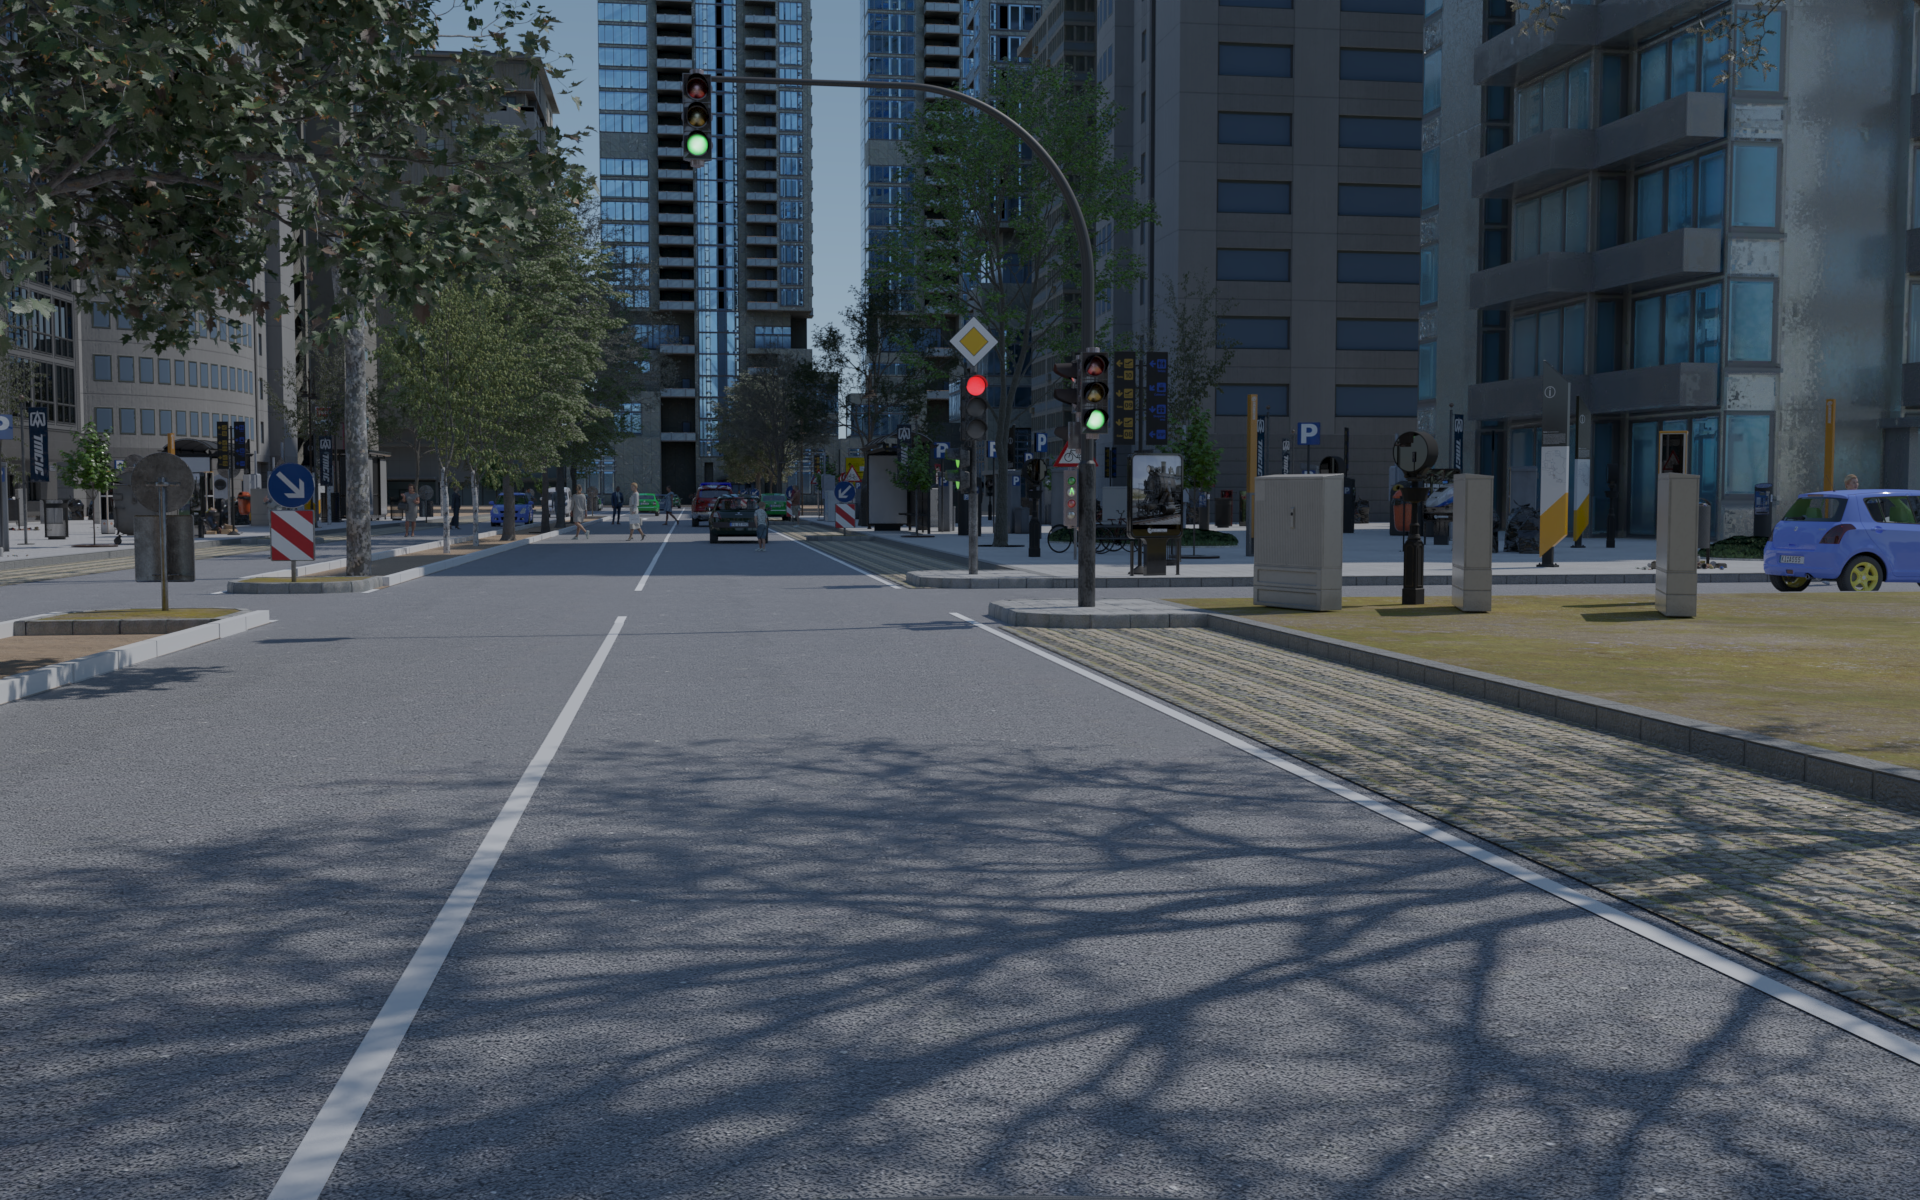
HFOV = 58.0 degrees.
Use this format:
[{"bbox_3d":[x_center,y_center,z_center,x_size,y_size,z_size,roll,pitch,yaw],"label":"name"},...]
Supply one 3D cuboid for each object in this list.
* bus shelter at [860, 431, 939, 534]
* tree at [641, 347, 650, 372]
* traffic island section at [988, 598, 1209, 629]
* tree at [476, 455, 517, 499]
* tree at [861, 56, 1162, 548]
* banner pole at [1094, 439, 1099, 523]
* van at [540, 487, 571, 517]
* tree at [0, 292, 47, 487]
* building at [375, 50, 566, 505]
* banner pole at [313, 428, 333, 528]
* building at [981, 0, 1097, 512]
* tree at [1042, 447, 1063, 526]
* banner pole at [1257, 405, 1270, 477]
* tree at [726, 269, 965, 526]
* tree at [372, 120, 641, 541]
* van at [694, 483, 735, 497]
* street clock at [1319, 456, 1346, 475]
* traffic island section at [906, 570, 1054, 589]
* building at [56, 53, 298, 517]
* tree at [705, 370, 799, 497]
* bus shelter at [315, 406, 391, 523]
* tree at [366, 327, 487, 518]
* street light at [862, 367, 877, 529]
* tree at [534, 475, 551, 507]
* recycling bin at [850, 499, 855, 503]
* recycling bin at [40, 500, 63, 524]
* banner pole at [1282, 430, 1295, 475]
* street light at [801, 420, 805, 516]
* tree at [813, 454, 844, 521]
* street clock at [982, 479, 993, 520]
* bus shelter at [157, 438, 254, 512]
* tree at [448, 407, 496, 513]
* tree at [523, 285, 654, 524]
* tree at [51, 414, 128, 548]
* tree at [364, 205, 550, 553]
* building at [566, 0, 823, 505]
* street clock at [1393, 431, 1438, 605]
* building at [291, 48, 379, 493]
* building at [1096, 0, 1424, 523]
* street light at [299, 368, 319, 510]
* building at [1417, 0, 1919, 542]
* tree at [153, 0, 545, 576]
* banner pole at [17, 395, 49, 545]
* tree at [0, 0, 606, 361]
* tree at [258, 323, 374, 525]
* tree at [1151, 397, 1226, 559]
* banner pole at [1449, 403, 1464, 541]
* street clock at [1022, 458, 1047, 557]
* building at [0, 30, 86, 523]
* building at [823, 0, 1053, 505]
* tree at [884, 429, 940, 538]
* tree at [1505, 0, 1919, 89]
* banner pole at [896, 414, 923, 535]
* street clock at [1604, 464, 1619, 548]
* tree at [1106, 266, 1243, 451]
[{"bbox_3d":[-2.079,-3.913,57.896,2.014,3.302,5.546,-1,4,-9],"label":"bus shelter"},{"bbox_3d":[-17.039,-9.335,73.218,7.486,12.596,7.792,0,3,0],"label":"tree"},{"bbox_3d":[1.453,0.154,19.756,2.009,0.180,2.903,-1,4,-9],"label":"traffic island section"},{"bbox_3d":[-36.387,-9.330,136.260,4.285,4.588,4.351,0,3,0],"label":"tree"},{"bbox_3d":[1.088,-7.086,41.613,9.928,11.665,9.643,0,3,0],"label":"tree"},{"bbox_3d":[5.806,-5.321,77.015,0.863,3.779,0.401,-1,4,-21],"label":"banner pole"},{"bbox_3d":[-24.715,-6.079,106.410,2.013,2.044,4.112,0,4,-8],"label":"van"},{"bbox_3d":[-31.558,-6.458,55.953,4.360,8.622,3.978,0,3,0],"label":"tree"},{"bbox_3d":[-60.274,-37.750,206.444,27.495,52.752,28.713,-1,4,-9],"label":"building"},{"bbox_3d":[-24.159,-4.621,65.574,0.863,3.779,0.401,-1,4,-11],"label":"banner pole"},{"bbox_3d":[18.375,-26.511,125.328,32.217,40.220,23.993,-1,4,-9],"label":"building"},{"bbox_3d":[4.155,-4.642,70.493,1.663,3.219,1.824,0,3,0],"label":"tree"},{"bbox_3d":[8.509,-3.585,48.627,0.401,3.779,0.863,3,5,42],"label":"banner pole"},{"bbox_3d":[-3.725,-8.261,69.474,7.601,10.594,8.767,3,4,37],"label":"tree"},{"bbox_3d":[-13.958,-8.097,52.966,7.486,12.596,7.792,0,3,0],"label":"tree"},{"bbox_3d":[-13.328,-5.502,94.340,2.240,2.365,5.245,-1,4,-9],"label":"van"},{"bbox_3d":[7.118,-1.747,33.132,0.358,2.002,0.471,-3,5,-40],"label":"street clock"},{"bbox_3d":[0.234,-0.328,27.648,2.009,0.180,2.903,-1,4,-9],"label":"traffic island section"},{"bbox_3d":[-56.088,-34.629,108.191,21.231,58.520,28.212,-1,4,-9],"label":"building"},{"bbox_3d":[-20.426,-16.350,173.977,9.857,13.997,8.962,0,3,0],"label":"tree"},{"bbox_3d":[-28.775,-6.382,81.973,2.179,5.291,8.768,-1,4,-9],"label":"bus shelter"},{"bbox_3d":[-28.456,-9.588,91.176,7.601,10.594,8.767,0,4,-7],"label":"tree"},{"bbox_3d":[-3.316,-5.531,63.228,0.468,5.910,1.993,-1,4,-9],"label":"street light"},{"bbox_3d":[-42.076,-11.015,174.697,1.663,3.219,1.824,0,3,0],"label":"tree"},{"bbox_3d":[-5.983,-5.245,98.309,0.722,1.027,0.722,1,4,15],"label":"recycling bin"},{"bbox_3d":[-39.046,-3.785,74.434,0.722,1.027,0.722,-3,5,-44],"label":"recycling bin"},{"bbox_3d":[12.887,-4.765,67.929,0.401,3.779,0.863,-2,4,-30],"label":"banner pole"},{"bbox_3d":[-9.279,-7.888,101.751,0.468,5.910,1.993,-1,4,-9],"label":"street light"},{"bbox_3d":[-6.292,-5.452,83.743,1.663,3.219,1.824,0,3,0],"label":"tree"},{"bbox_3d":[1.468,-4.891,84.531,0.471,2.002,0.358,1,4,12],"label":"street clock"},{"bbox_3d":[-28.473,-4.386,65.627,2.014,3.302,5.546,-1,4,-9],"label":"bus shelter"},{"bbox_3d":[-33.475,-10.324,119.159,4.360,8.622,3.978,0,3,0],"label":"tree"},{"bbox_3d":[-18.502,-9.472,83.087,9.928,11.665,9.643,0,3,0],"label":"tree"},{"bbox_3d":[-20.902,-2.897,41.968,1.663,3.219,1.824,0,3,0],"label":"tree"},{"bbox_3d":[-12.267,-5.403,41.163,4.737,8.622,4.395,0,3,0],"label":"tree"},{"bbox_3d":[-30.878,-54.680,206.684,31.000,86.520,22.319,-1,4,-9],"label":"building"},{"bbox_3d":[5.274,-0.950,20.101,0.358,2.002,0.471,-3,5,-43],"label":"street clock"},{"bbox_3d":[-62.124,-31.927,145.705,21.600,48.544,21.300,-1,4,-9],"label":"building"},{"bbox_3d":[17.907,-33.584,91.091,21.231,58.520,28.212,-1,4,-9],"label":"building"},{"bbox_3d":[-23.943,-5.570,63.856,0.468,5.910,1.993,-1,4,-9],"label":"street light"},{"bbox_3d":[31.113,-26.653,55.381,30.456,49.044,23.786,-1,4,-9],"label":"building"},{"bbox_3d":[-11.808,-10.513,30.241,12.611,20.169,13.585,0,3,0],"label":"tree"},{"bbox_3d":[-23.453,-3.290,43.816,0.863,3.779,0.401,0,4,-3],"label":"banner pole"},{"bbox_3d":[-7.560,-5.677,12.279,9.611,12.733,9.660,0,3,0],"label":"tree"},{"bbox_3d":[-26.674,-7.462,72.365,4.360,8.622,3.978,0,3,0],"label":"tree"},{"bbox_3d":[4.733,-2.454,34.727,1.663,3.219,1.824,0,3,0],"label":"tree"},{"bbox_3d":[13.620,-3.526,47.667,0.863,3.779,0.401,-3,5,-42],"label":"banner pole"},{"bbox_3d":[1.516,-1.873,35.198,0.471,2.002,0.358,-2,4,-23],"label":"street clock"},{"bbox_3d":[-46.424,-16.840,68.841,14.314,27.812,24.014,-1,4,-9],"label":"building"},{"bbox_3d":[-0.169,-54.940,210.942,31.000,86.520,22.319,-1,4,-9],"label":"building"},{"bbox_3d":[-1.176,-3.472,51.375,1.663,3.219,1.824,0,3,0],"label":"tree"},{"bbox_3d":[5.609,-5.955,7.733,12.009,13.543,11.850,0,3,0],"label":"tree"},{"bbox_3d":[-1.596,-3.952,54.631,0.863,3.779,0.401,1,4,9],"label":"banner pole"},{"bbox_3d":[15.512,-2.243,41.239,0.358,2.002,0.471,1,4,15],"label":"street clock"},{"bbox_3d":[6.997,-6.445,55.736,4.360,8.622,3.978,0,3,0],"label":"tree"}]
